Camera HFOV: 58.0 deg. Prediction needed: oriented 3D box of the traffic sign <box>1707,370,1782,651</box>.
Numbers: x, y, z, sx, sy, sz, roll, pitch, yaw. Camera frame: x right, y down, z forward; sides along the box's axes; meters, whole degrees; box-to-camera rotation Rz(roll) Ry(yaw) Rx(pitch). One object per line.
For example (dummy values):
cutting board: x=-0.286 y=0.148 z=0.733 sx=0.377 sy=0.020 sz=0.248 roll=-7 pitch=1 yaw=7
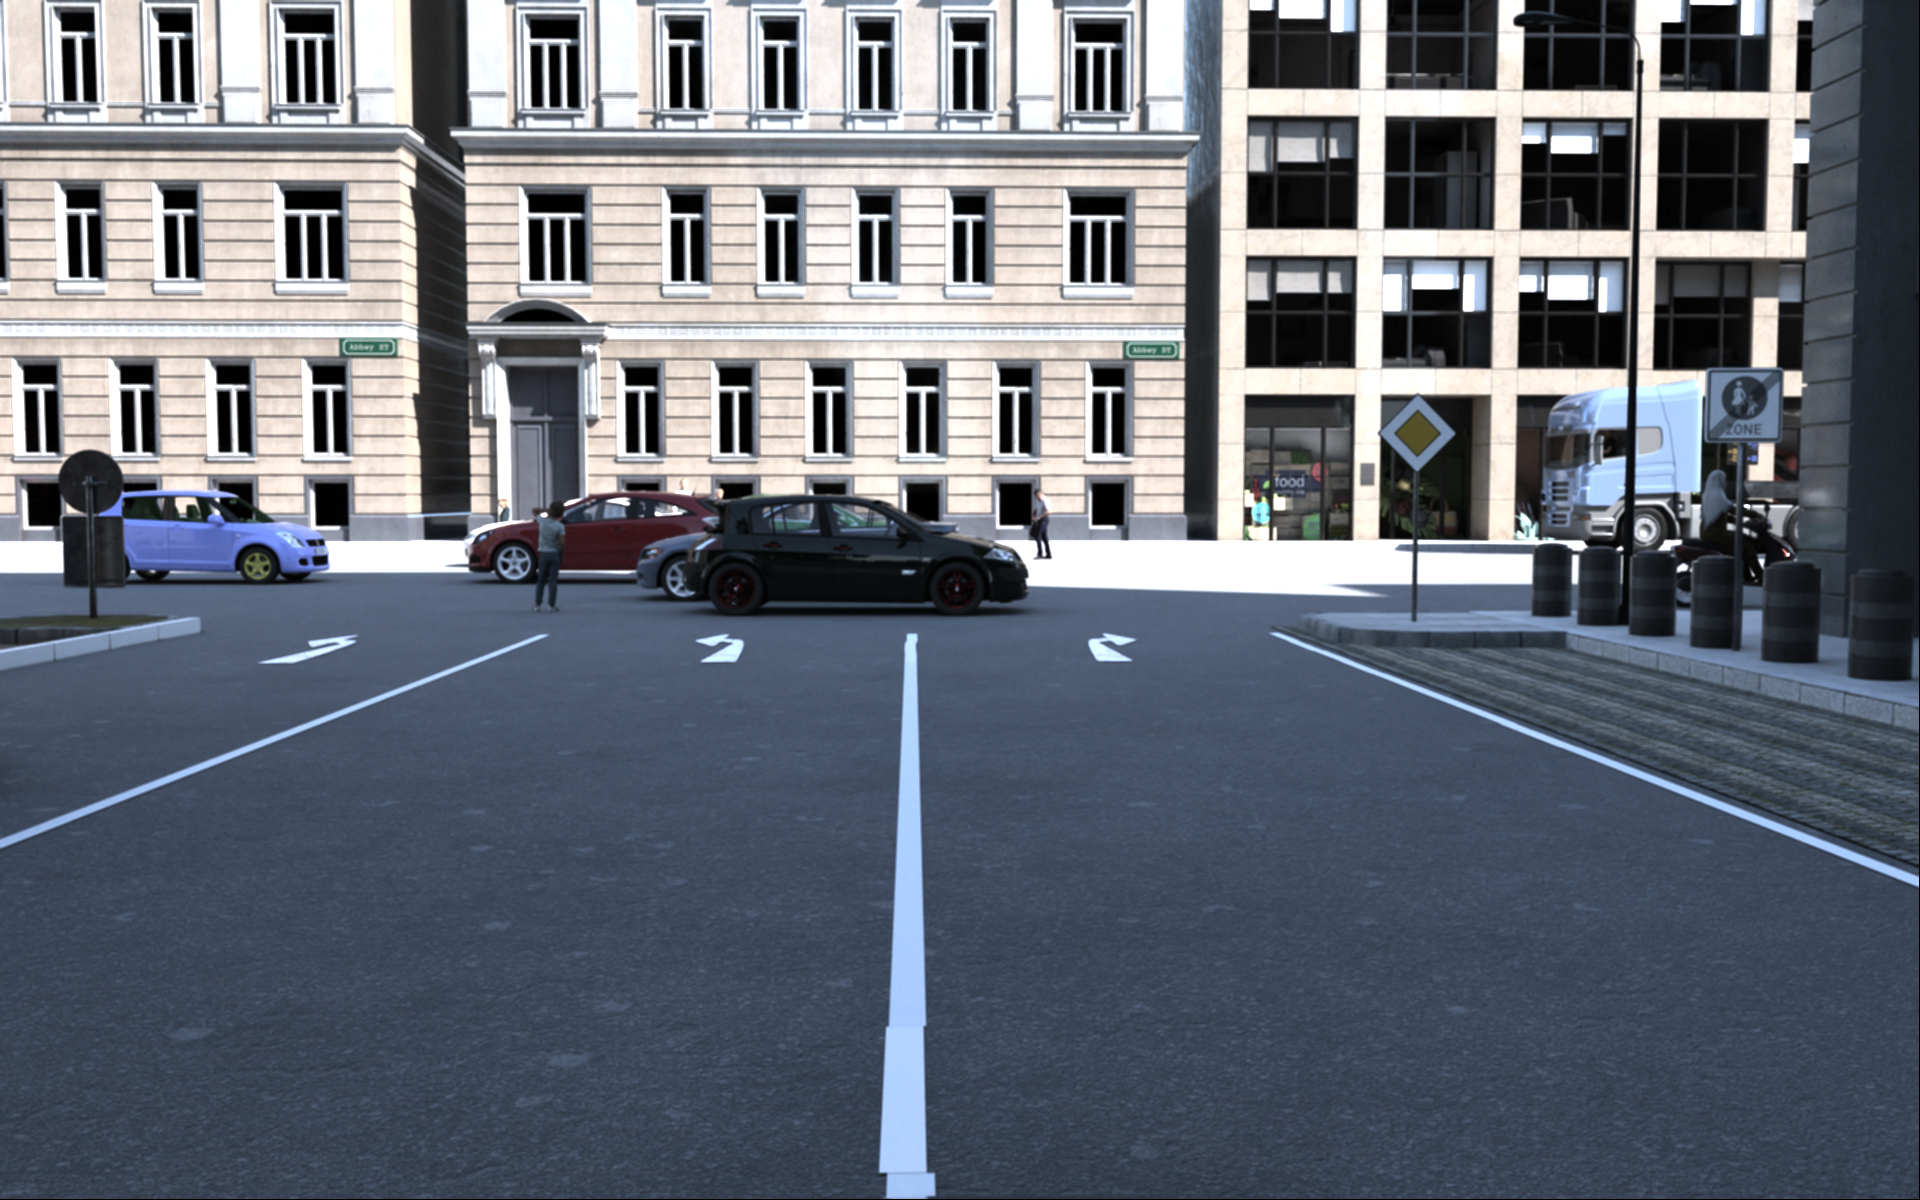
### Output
traffic sign: x=6.353 y=-0.733 z=14.112 sx=0.606 sy=2.300 sz=0.079 roll=0 pitch=4 yaw=3

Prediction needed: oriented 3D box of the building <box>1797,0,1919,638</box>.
building: x=13.637 y=-13.661 z=0.844 sx=11.434 sy=29.767 sz=29.804 roll=0 pitch=4 yaw=-2

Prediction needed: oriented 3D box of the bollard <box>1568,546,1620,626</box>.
bollard: x=6.280 y=-0.141 z=17.015 sx=0.404 sy=0.777 sz=0.398 roll=0 pitch=3 yaw=0

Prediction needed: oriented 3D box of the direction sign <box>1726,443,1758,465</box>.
direction sign: x=20.914 y=-3.324 z=46.340 sx=0.876 sy=3.537 sz=0.379 roll=0 pitch=4 yaw=-5

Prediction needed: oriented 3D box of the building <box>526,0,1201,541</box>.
building: x=-3.708 y=-16.289 z=52.237 sx=20.117 sy=28.700 sz=13.634 roll=0 pitch=4 yaw=-2

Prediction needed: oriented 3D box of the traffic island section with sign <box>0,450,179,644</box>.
traffic island section with sign: x=-8.966 y=-0.562 z=17.322 sx=2.006 sy=1.907 sz=1.989 roll=0 pitch=4 yaw=-2

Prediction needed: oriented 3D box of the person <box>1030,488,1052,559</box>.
person: x=1.801 y=-1.669 z=38.001 sx=0.590 sy=1.554 sz=0.614 roll=-2 pitch=4 yaw=-24

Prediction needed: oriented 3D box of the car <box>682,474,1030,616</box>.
car: x=-1.257 y=-0.692 z=21.097 sx=4.222 sy=1.686 sz=2.009 roll=0 pitch=4 yaw=0

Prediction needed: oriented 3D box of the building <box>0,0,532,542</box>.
building: x=-24.588 y=-16.232 z=51.301 sx=20.117 sy=28.700 sz=13.634 roll=0 pitch=4 yaw=-2

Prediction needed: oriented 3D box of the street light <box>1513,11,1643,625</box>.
street light: x=6.028 y=-2.711 z=16.871 sx=1.470 sy=5.913 sz=1.316 roll=0 pitch=4 yaw=-2

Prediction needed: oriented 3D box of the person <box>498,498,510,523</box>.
person: x=-10.149 y=-1.592 z=38.442 sx=0.340 sy=1.345 sz=0.435 roll=-2 pitch=4 yaw=-24

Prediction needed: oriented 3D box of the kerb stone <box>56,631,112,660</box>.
kerb stone: x=-7.864 y=0.415 z=15.409 sx=0.120 sy=0.150 sz=1.000 roll=0 pitch=4 yaw=-2

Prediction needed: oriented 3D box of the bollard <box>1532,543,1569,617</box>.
bollard: x=6.241 y=-0.217 z=18.259 sx=0.404 sy=0.777 sz=0.398 roll=0 pitch=3 yaw=0

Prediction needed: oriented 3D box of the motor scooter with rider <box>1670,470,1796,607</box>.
motor scooter with rider: x=9.847 y=-0.791 z=21.905 sx=1.986 sy=1.779 sz=0.876 roll=0 pitch=4 yaw=-2

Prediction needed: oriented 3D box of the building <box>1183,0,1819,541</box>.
building: x=23.690 y=-15.387 z=56.090 sx=34.151 sy=26.468 sz=19.350 roll=0 pitch=4 yaw=-2

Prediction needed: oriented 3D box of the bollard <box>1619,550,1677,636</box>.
bollard: x=6.311 y=-0.065 z=15.774 sx=0.404 sy=0.777 sz=0.398 roll=0 pitch=3 yaw=0

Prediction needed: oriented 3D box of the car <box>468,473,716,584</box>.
car: x=-5.779 y=-1.180 z=28.328 sx=4.494 sy=1.783 sz=2.155 roll=0 pitch=4 yaw=0

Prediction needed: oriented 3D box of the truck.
truck: x=23.036 y=-3.200 z=42.080 sx=18.799 sy=4.110 sz=2.967 roll=0 pitch=4 yaw=-3

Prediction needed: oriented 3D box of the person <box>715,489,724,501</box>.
person: x=-5.639 y=-1.806 z=40.302 sx=0.482 sy=1.546 sz=0.388 roll=2 pitch=4 yaw=34

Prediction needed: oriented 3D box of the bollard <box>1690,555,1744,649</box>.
bollard: x=6.349 y=0.011 z=14.535 sx=0.404 sy=0.777 sz=0.398 roll=0 pitch=3 yaw=0

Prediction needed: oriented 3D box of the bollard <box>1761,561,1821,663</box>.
bollard: x=6.379 y=0.087 z=13.297 sx=0.404 sy=0.777 sz=0.398 roll=0 pitch=3 yaw=0

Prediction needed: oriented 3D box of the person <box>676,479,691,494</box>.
person: x=-6.650 y=-2.007 z=41.536 sx=0.478 sy=1.798 sz=0.641 roll=-1 pitch=4 yaw=-12

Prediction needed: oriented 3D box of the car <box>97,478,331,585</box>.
car: x=-12.203 y=-1.136 z=28.163 sx=3.694 sy=1.707 sz=1.945 roll=0 pitch=4 yaw=0

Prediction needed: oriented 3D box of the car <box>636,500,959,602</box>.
car: x=-2.187 y=-0.726 z=23.872 sx=4.499 sy=1.417 sz=2.014 roll=0 pitch=4 yaw=-1

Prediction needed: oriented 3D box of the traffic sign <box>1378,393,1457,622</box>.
traffic sign: x=4.569 y=-0.840 z=17.379 sx=0.795 sy=2.450 sz=0.064 roll=0 pitch=4 yaw=-2

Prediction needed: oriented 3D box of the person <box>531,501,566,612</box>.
person: x=-5.034 y=-0.534 z=21.145 sx=0.435 sy=1.345 sz=0.340 roll=-1 pitch=4 yaw=-12

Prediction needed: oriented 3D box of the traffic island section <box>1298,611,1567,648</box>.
traffic island section: x=4.593 y=0.295 z=17.457 sx=2.009 sy=0.180 sz=2.903 roll=0 pitch=4 yaw=-2

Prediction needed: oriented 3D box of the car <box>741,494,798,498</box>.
car: x=-2.745 y=-1.176 z=31.031 sx=4.920 sy=1.459 sz=2.131 roll=0 pitch=4 yaw=-2

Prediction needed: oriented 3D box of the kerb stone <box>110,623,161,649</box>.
kerb stone: x=-7.892 y=0.352 z=16.441 sx=0.120 sy=0.150 sz=1.000 roll=0 pitch=4 yaw=-2

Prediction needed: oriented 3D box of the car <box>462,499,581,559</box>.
car: x=-7.456 y=-1.357 z=34.544 sx=4.827 sy=1.381 sz=2.083 roll=0 pitch=4 yaw=0

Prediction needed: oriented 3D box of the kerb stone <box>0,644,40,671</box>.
kerb stone: x=-7.834 y=0.478 z=14.382 sx=0.120 sy=0.150 sz=1.000 roll=0 pitch=4 yaw=-2

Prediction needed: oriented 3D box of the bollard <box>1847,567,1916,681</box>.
bollard: x=6.417 y=0.162 z=12.063 sx=0.404 sy=0.777 sz=0.398 roll=0 pitch=3 yaw=0

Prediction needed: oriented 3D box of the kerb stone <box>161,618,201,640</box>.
kerb stone: x=-7.925 y=0.289 z=17.466 sx=0.120 sy=0.150 sz=1.000 roll=0 pitch=4 yaw=-2
